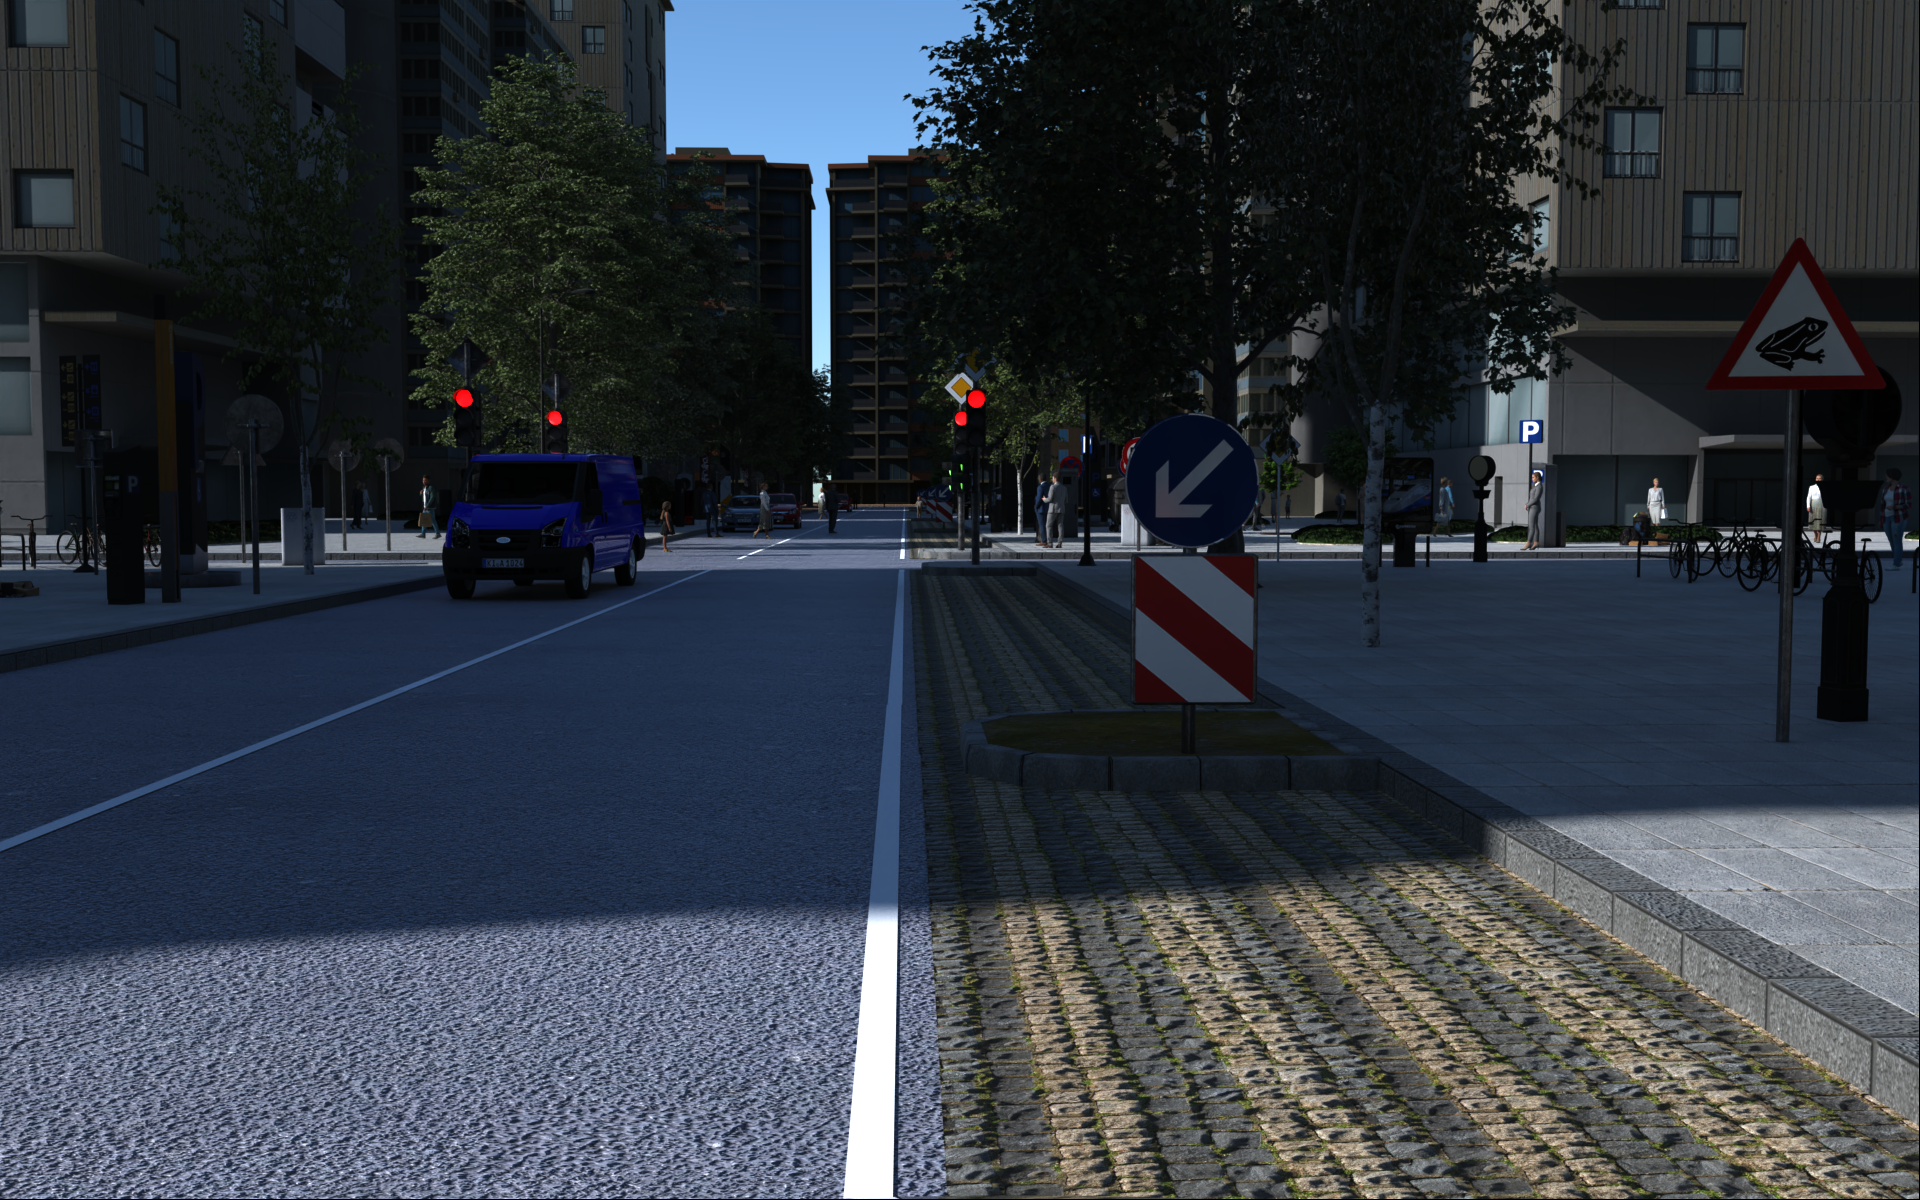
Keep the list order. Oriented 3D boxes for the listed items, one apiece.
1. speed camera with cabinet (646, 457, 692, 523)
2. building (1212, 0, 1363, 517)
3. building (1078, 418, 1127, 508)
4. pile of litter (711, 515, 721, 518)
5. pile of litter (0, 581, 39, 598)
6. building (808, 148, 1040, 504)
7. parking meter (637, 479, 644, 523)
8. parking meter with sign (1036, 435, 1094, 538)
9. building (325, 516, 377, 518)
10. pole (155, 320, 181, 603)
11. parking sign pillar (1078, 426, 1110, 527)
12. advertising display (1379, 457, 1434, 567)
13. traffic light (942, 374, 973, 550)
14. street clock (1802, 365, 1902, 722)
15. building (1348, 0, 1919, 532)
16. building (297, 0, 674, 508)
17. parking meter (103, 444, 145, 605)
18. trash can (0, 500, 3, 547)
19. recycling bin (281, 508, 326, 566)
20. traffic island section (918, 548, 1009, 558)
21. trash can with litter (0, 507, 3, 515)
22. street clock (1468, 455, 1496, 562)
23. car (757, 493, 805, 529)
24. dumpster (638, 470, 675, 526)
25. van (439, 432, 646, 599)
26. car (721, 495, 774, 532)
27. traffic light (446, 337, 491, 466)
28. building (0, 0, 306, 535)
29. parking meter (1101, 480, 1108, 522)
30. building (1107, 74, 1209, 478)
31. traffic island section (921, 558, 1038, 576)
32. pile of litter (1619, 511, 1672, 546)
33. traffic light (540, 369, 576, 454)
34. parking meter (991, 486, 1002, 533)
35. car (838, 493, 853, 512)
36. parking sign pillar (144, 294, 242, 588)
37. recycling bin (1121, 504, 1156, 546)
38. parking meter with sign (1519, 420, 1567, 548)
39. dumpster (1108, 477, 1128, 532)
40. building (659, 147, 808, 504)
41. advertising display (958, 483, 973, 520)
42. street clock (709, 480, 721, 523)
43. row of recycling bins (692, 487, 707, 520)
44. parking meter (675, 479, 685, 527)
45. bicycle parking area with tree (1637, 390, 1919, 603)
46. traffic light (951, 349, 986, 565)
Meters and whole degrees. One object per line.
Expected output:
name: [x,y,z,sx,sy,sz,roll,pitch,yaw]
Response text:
speed camera with cabinet: [-12.843,-5.015,76.330,2.038,3.252,0.660,-1,4,-11]
building: [28.474,-25.149,103.066,32.217,40.220,23.993,0,4,-2]
building: [22.543,-44.501,165.836,20.563,71.187,20.611,0,4,-2]
pile of litter: [-13.616,-4.888,93.882,1.719,0.858,1.176,-2,4,-34]
pile of litter: [-12.371,-0.487,21.927,1.176,0.858,1.719,-3,5,-40]
building: [-4.021,-34.724,222.364,28.867,44.769,22.147,0,4,-2]
parking meter: [-12.190,-3.684,65.936,0.255,1.863,0.399,-1,4,-17]
parking meter with sign: [3.077,-3.347,50.978,1.738,3.016,0.543,-2,4,-29]
building: [-40.884,-24.967,100.087,32.217,40.220,23.993,0,4,-2]
pole: [-9.331,-1.624,20.399,0.158,3.312,0.155,0,3,0]
parking sign pillar: [5.214,-4.884,68.332,1.447,3.967,1.447,-1,4,-9]
advertising display: [7.815,-1.542,30.421,0.974,1.923,0.123,0,4,-2]
traffic light: [0.013,-3.085,39.367,0.839,4.253,0.868,0,4,-2]
street clock: [5.014,-0.319,9.782,0.471,2.002,0.358,-1,4,-13]
building: [31.958,-29.351,69.128,27.495,52.752,28.713,0,4,-2]
building: [-41.951,-34.939,160.484,27.495,52.752,28.713,0,4,-2]
parking meter: [-9.735,-0.884,20.160,0.255,1.863,0.399,1,4,13]
trash can: [-22.357,-1.718,39.738,0.748,1.137,0.748,0,3,0]
recycling bin: [-11.890,-1.151,31.375,0.722,1.027,0.722,-1,4,-19]
traffic island section: [0.053,-1.052,39.482,2.009,0.180,2.903,0,4,-2]
trash can with litter: [-23.344,-1.850,41.639,0.624,1.170,1.055,-2,4,-30]
street clock: [9.802,-1.712,32.570,0.358,2.002,0.471,-2,4,-33]
car: [-7.566,-3.880,72.475,2.155,1.783,4.494,0,4,-3]
dumpster: [-12.160,-4.053,68.765,1.502,2.255,1.985,0,4,-2]
van: [-6.043,-1.290,25.468,2.240,2.365,5.245,0,3,0]
car: [-8.120,-3.331,66.467,2.014,1.417,4.499,0,4,-3]
traffic light: [-8.791,-2.579,31.084,0.839,4.253,0.868,0,4,-2]
building: [-39.893,-29.047,64.158,28.713,52.752,27.495,0,4,-2]
parking meter: [5.877,-3.971,70.634,0.255,1.863,0.399,1,4,14]
building: [24.400,-29.743,140.930,22.147,44.769,28.867,0,4,-2]
traffic island section: [0.306,-0.564,31.501,2.009,0.180,2.903,0,4,-2]
pile of litter: [17.296,-1.801,43.413,1.719,0.858,1.176,0,4,-6]
traffic light: [-9.043,-3.067,39.065,0.839,4.253,0.868,0,4,-2]
parking meter: [1.208,-2.992,57.335,0.372,1.533,0.369,0,3,0]
car: [-9.503,-7.817,136.843,2.155,1.783,4.494,0,3,0]
parking sign pillar: [-10.846,-2.182,24.146,1.447,3.967,1.447,-1,4,-15]
recycling bin: [4.439,-1.864,43.029,0.722,1.027,0.722,1,4,21]
parking meter with sign: [13.986,-2.762,41.426,0.543,3.016,1.738,3,5,42]
dumpster: [5.742,-3.247,58.846,1.264,1.857,1.865,0,4,-2]
building: [-33.223,-34.679,221.629,28.867,44.769,22.147,0,4,-2]
advertising display: [0.280,-4.977,86.595,0.123,1.923,0.974,-3,5,-42]
street clock: [-10.780,-4.384,76.240,0.358,2.002,0.471,3,5,41]
row of recycling bins: [-14.092,-4.917,87.504,3.534,1.692,1.069,2,4,28]
parking meter: [-10.968,-3.797,67.792,0.255,1.863,0.399,1,4,15]
bicycle parking area with tree: [14.051,-2.249,23.779,8.231,4.147,9.016,1,4,12]
traffic light: [0.266,-2.597,31.386,0.839,4.253,0.868,0,4,-2]
